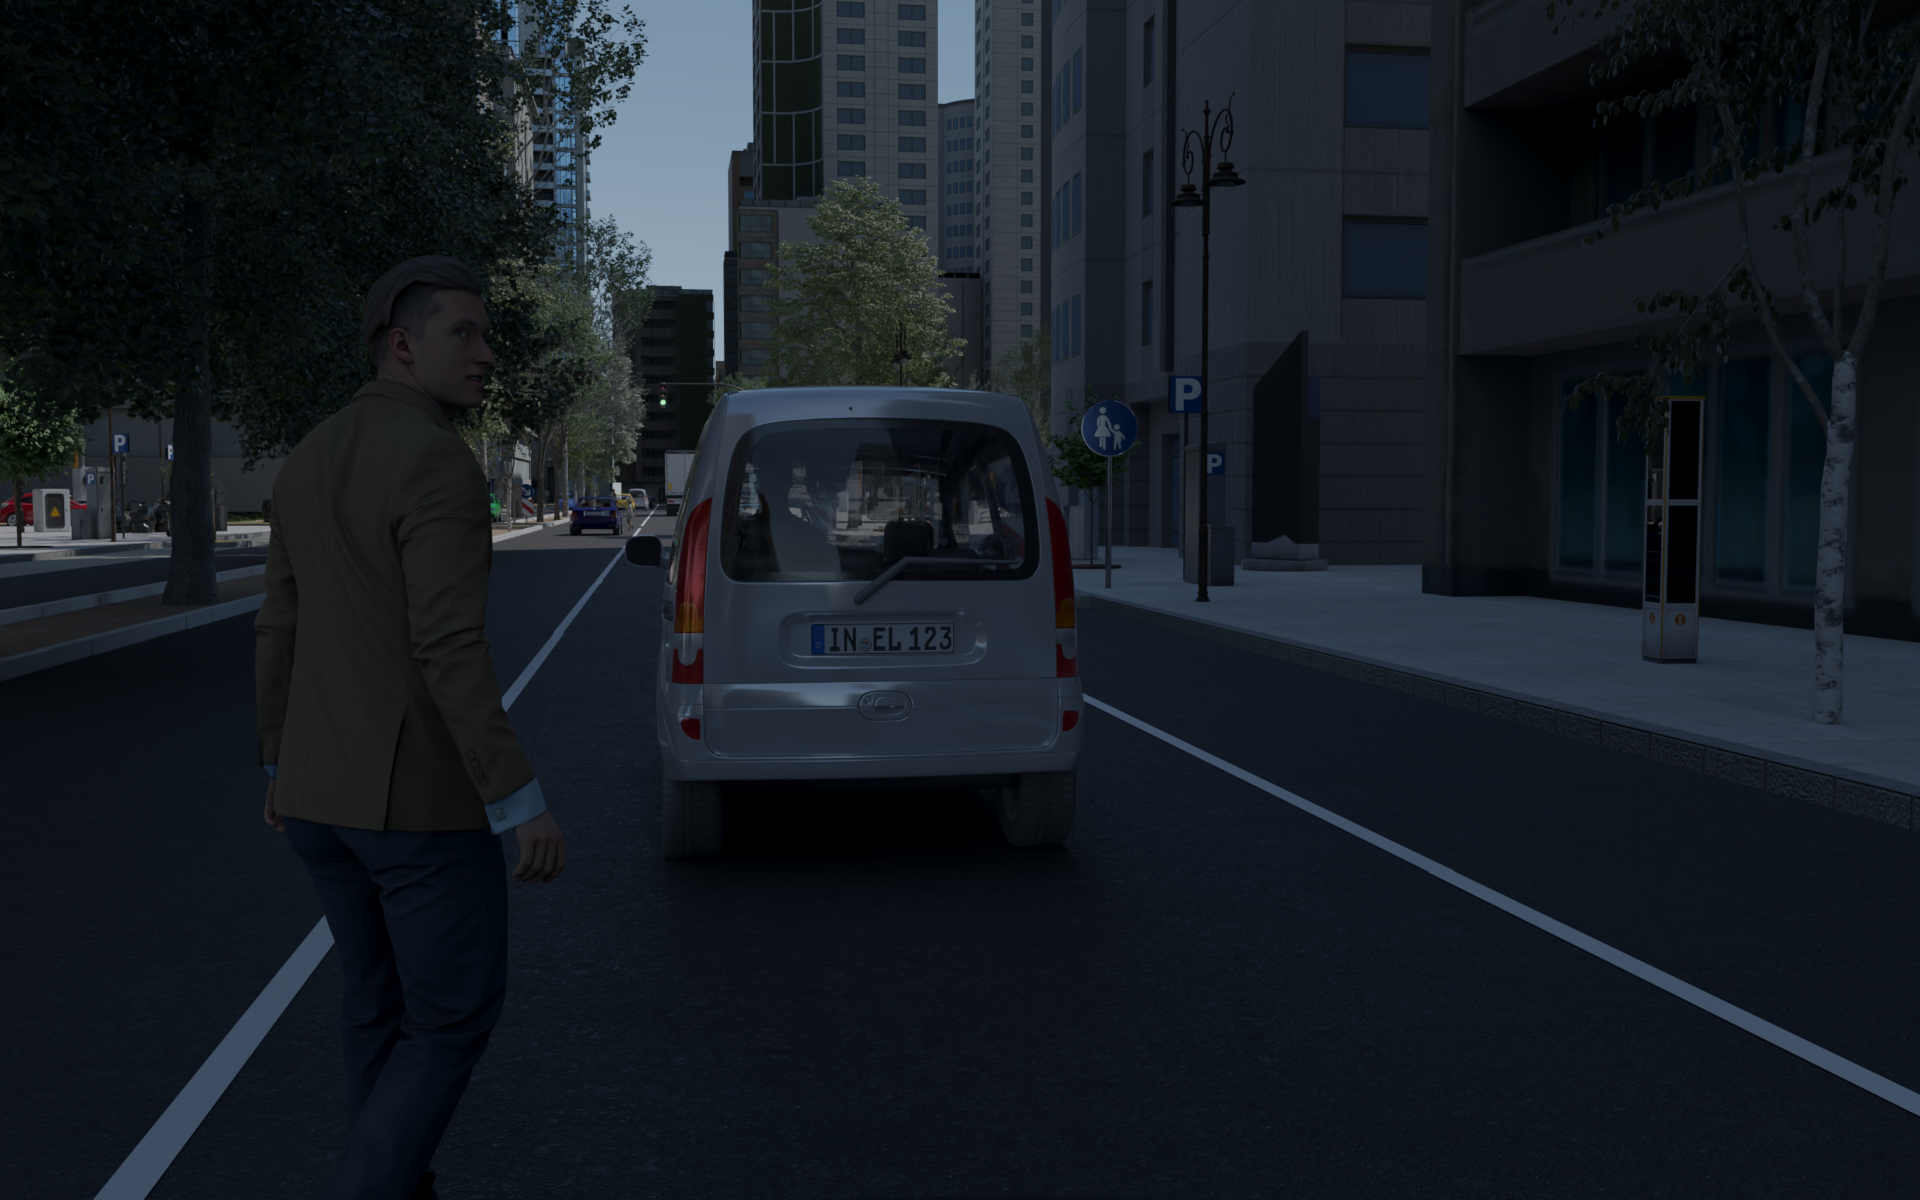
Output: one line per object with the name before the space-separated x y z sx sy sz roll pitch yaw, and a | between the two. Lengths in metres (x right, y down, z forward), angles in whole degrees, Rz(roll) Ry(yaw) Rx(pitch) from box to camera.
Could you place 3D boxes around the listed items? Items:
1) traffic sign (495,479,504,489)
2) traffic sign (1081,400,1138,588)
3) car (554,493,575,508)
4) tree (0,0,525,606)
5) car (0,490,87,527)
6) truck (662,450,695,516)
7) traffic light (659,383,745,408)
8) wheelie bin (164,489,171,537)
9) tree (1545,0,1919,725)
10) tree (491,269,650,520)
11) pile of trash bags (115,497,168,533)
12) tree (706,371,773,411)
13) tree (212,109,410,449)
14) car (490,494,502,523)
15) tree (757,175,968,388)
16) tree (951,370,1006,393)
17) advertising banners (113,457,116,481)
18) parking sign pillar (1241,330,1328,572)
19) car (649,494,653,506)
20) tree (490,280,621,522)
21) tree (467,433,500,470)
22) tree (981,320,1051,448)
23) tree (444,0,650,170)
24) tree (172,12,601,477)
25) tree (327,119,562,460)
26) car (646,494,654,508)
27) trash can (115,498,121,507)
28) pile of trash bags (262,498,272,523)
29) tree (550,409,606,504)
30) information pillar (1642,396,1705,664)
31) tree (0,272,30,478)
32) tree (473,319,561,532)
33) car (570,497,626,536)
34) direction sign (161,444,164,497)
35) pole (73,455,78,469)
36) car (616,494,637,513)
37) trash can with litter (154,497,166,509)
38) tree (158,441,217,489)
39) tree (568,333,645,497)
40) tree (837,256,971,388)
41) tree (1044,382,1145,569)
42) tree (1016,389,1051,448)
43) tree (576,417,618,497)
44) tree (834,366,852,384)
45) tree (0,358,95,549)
traffic sign | -39.389 -9.047 148.023 0.768 2.556 0.104 0 4 -2
traffic sign | 2.018 -1.430 23.492 0.768 2.556 0.104 0 4 -3
car | -36.710 -9.265 161.078 1.945 1.707 3.694 -1 4 -11
tree | -9.993 -6.912 22.126 9.857 13.997 8.962 0 3 0
car | -36.459 -3.744 70.255 4.494 1.783 2.155 -1 4 -8
truck | -18.635 -7.825 116.851 2.839 4.237 11.283 -1 4 -10
traffic light | -9.914 -5.897 71.089 4.771 5.953 1.251 -1 4 -10
wheelie bin | -23.425 -2.699 52.034 0.980 1.594 0.693 1 4 18
tree | 4.982 -3.626 9.649 4.360 8.622 3.978 0 3 0
tree | -21.920 -11.075 93.905 12.009 13.543 11.850 0 3 0
pile of trash bags | -26.889 -2.941 57.846 1.912 1.369 3.447 1 4 18
tree | -17.505 -13.450 145.670 9.928 11.665 9.643 0 3 0
tree | -11.274 -4.694 29.560 4.737 8.622 4.395 0 3 0
car | -24.324 -4.847 88.046 1.959 1.807 4.718 -1 4 -11
tree | -3.452 -8.816 62.273 7.486 12.596 7.792 0 3 0
tree | 0.295 -9.390 103.892 4.360 8.622 3.978 0 3 0
advertising banners | -40.278 -5.223 81.584 2.074 3.025 0.090 2 4 35
parking sign pillar | 5.495 -2.492 29.220 1.447 3.967 1.447 -2 4 -27
car | -39.029 -12.643 215.506 1.959 1.807 4.718 0 4 -8
tree | -19.995 -9.441 82.573 9.928 11.665 9.643 0 3 0
tree | -39.902 -11.778 142.940 4.737 8.622 4.395 0 3 0
tree | 3.703 -9.693 92.887 7.601 10.594 8.767 1 4 17
tree | -16.980 -12.134 56.732 12.611 20.169 13.585 0 3 0
tree | -12.890 -7.243 37.891 9.611 12.733 9.660 0 3 0
tree | -14.639 -7.692 46.355 7.486 12.596 7.792 0 3 0
car | -32.668 -10.209 178.721 2.131 1.459 4.920 -1 4 -9
trash can | -29.904 -3.012 60.901 0.748 1.137 0.748 0 3 0
pile of trash bags | -30.833 -4.239 79.058 1.912 1.369 3.447 -1 4 -20
tree | -26.051 -10.068 117.430 4.737 8.622 4.395 0 3 0
information pillar | 5.418 -0.531 13.167 0.304 2.012 0.304 0 4 -6
tree | -21.058 -5.270 36.535 4.737 8.622 4.395 0 3 0
tree | -17.170 -6.907 65.743 4.360 8.622 3.978 0 3 0
car | -12.815 -2.971 61.152 1.945 1.354 3.894 -1 4 -9
direction sign | -36.094 -5.285 78.403 0.379 3.537 0.876 -1 4 -22
pole | -38.064 -4.939 74.597 0.158 3.312 0.155 0 3 0
car | -26.251 -7.637 135.089 2.015 1.641 3.980 -1 4 -9
trash can with litter | -28.219 -3.089 61.890 0.624 1.170 1.055 1 4 13
tree | -24.705 -3.700 55.099 1.663 3.219 1.824 0 3 0
tree | -29.424 -13.941 137.053 9.857 13.997 8.962 0 3 0
tree | -1.912 -6.294 53.267 4.737 8.622 4.395 0 3 0
tree | 2.268 -2.171 30.105 1.663 3.219 1.824 0 3 0
tree | 4.614 -10.078 115.141 4.360 8.622 3.978 0 3 0
tree | -30.506 -11.713 144.330 4.360 8.622 3.978 0 3 0
tree | -5.690 -8.729 93.077 4.360 8.622 3.978 0 3 0
tree | -22.599 -3.529 41.418 4.285 4.588 4.351 0 3 0
